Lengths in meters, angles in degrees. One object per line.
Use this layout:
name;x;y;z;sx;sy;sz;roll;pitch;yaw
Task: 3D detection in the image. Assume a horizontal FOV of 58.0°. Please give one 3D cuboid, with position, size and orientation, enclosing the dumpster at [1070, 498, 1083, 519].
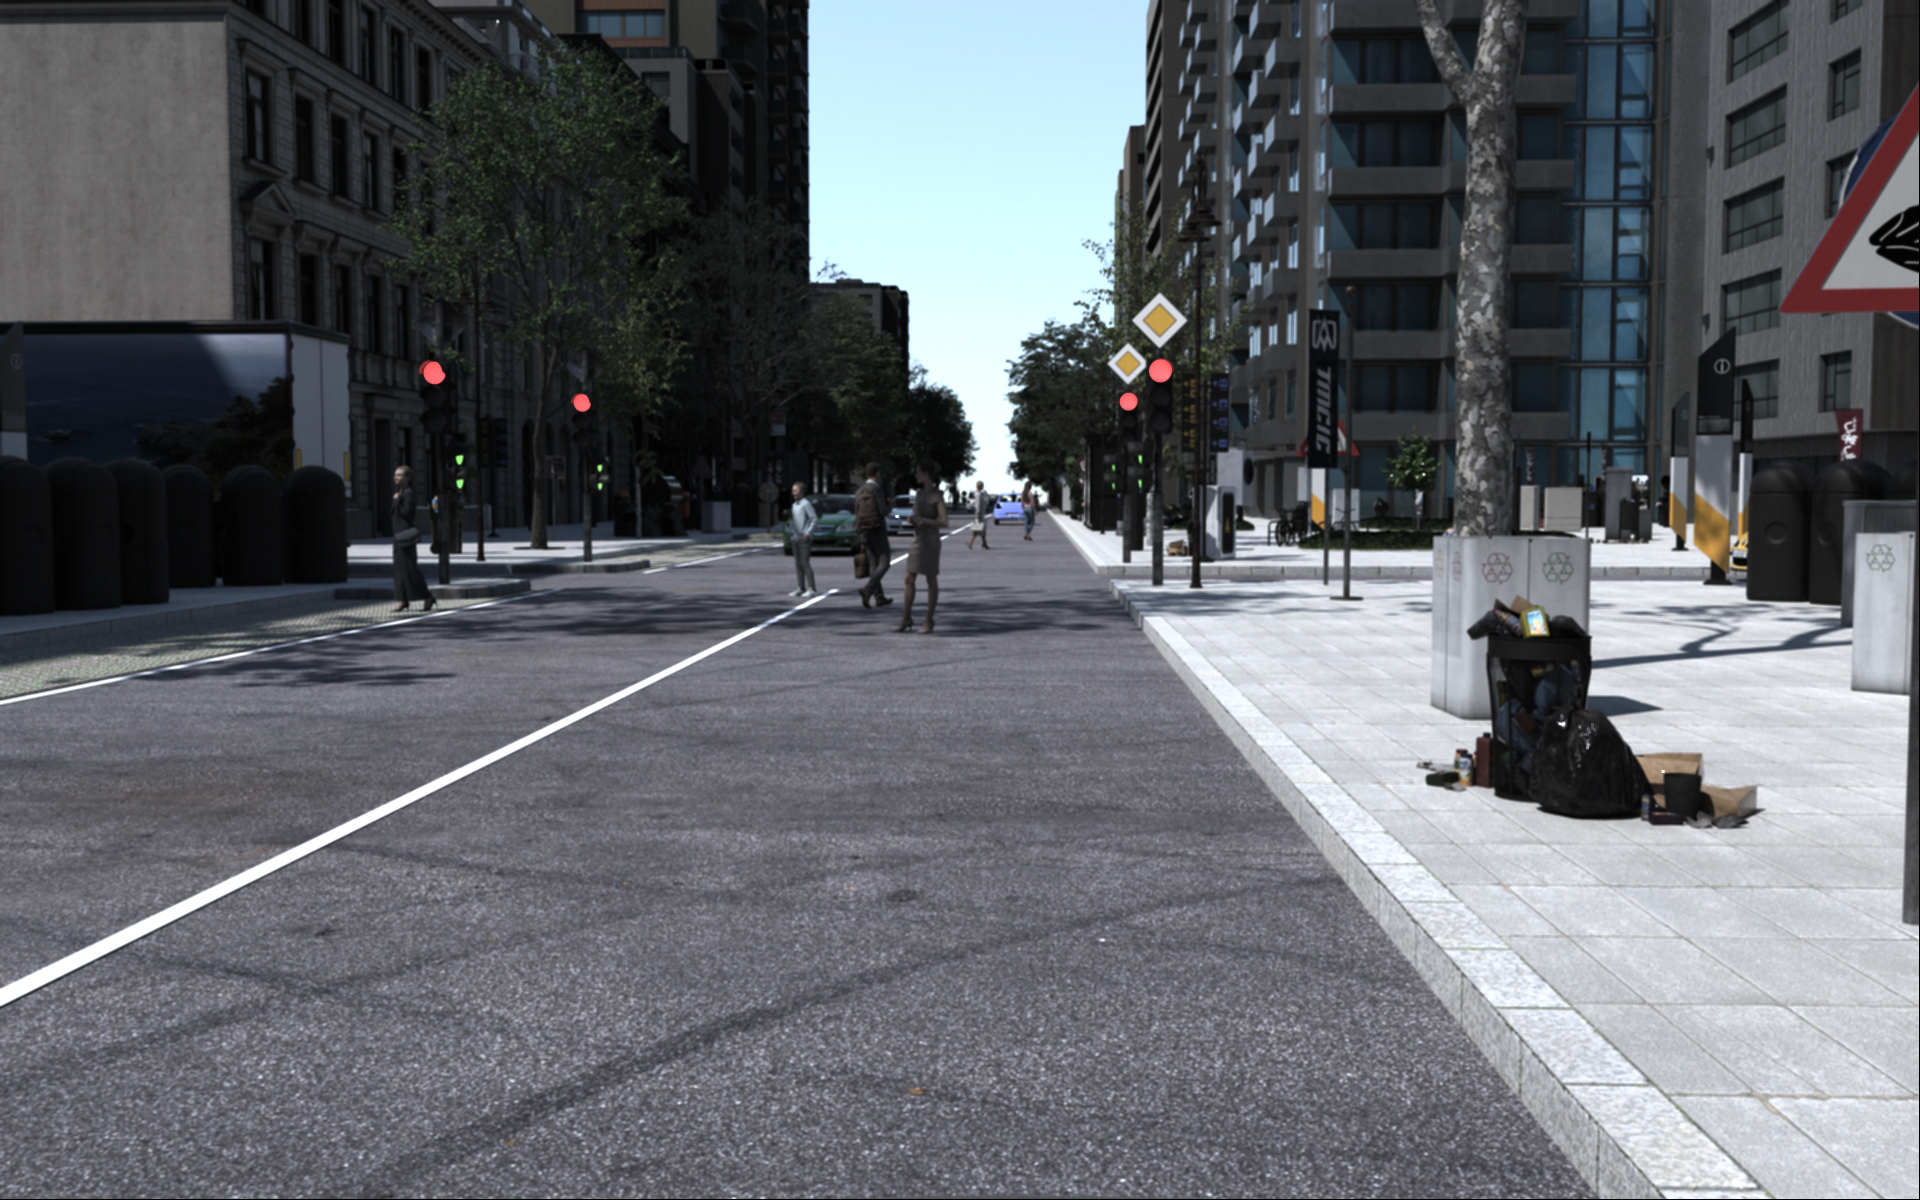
dumpster;6.286;-5.101;89.165;1.264;1.857;1.865;0;4;2

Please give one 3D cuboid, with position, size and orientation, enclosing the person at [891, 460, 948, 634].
person;-0.405;-0.545;17.750;0.374;1.781;0.599;-3;4;-38

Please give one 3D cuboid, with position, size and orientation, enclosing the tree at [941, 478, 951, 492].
tree;-1.642;-17.540;237.134;4.737;8.622;4.395;0;3;0

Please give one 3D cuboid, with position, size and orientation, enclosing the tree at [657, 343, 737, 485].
tree;-12.729;-8.091;82.647;4.360;8.622;3.978;0;3;0

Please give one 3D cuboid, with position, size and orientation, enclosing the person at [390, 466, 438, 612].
person;-6.679;-0.738;20.990;0.576;1.772;0.534;3;5;42

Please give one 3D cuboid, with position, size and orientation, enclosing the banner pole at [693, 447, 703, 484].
banner pole;-13.873;-6.215;91.632;0.863;3.779;0.401;3;4;37

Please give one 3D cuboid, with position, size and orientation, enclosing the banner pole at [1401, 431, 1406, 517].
banner pole;17.632;-4.834;69.054;0.401;3.779;0.863;2;4;26

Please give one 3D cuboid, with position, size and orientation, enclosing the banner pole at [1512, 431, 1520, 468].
banner pole;22.057;-4.838;69.124;0.863;3.779;0.401;-1;4;-15

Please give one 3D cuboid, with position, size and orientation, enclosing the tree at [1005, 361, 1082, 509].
tree;8.465;-13.994;145.803;9.611;12.733;9.660;0;3;0

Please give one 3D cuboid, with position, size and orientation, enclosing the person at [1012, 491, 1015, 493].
person;4.952;-9.487;164.136;0.750;1.759;0.617;-2;4;-30

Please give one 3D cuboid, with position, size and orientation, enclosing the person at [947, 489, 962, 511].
person;-0.450;-8.391;145.686;1.348;1.826;0.705;-1;4;-16

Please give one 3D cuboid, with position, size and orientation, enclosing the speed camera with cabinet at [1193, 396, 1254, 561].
speed camera with cabinet;5.213;-2.435;34.156;0.660;3.252;2.038;2;4;28

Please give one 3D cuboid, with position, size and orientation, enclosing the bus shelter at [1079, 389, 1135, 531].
bus shelter;5.523;-5.287;64.077;2.179;5.291;8.768;0;4;2

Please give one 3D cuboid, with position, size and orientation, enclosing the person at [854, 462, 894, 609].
person;-1.111;-0.822;21.907;0.622;1.834;0.822;3;4;37

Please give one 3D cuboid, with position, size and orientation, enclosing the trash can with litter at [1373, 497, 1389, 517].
trash can with litter;16.422;-3.368;66.458;1.055;1.170;0.624;0;4;7

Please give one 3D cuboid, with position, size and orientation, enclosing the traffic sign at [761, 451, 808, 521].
traffic sign;-8.343;-5.407;82.283;2.265;3.308;0.079;1;4;9

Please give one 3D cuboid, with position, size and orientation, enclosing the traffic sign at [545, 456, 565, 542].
traffic sign;-10.914;-2.715;46.523;0.606;2.300;0.079;0;4;3

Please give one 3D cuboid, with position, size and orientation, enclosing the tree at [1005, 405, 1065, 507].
tree;9.460;-15.936;170.925;12.009;13.543;11.850;0;3;0

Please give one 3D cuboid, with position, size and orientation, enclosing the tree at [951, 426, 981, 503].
tree;-0.621;-20.466;260.372;9.928;11.665;9.643;0;3;0

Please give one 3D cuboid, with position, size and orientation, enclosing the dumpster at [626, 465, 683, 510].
dumpster;-10.045;-3.330;56.943;1.502;2.255;1.985;0;4;2

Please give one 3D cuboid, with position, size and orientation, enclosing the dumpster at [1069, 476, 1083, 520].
dumpster;6.144;-5.067;85.339;1.502;2.255;1.985;0;4;3

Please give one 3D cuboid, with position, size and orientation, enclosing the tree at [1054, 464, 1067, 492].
tree;6.704;-7.025;109.456;1.663;3.219;1.824;0;3;0

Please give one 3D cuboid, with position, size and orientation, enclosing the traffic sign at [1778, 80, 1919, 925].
traffic sign;2.853;-0.312;5.102;0.884;2.594;0.081;0;4;8

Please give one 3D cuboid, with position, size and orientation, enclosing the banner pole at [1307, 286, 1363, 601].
banner pole;4.490;-1.884;20.814;0.863;3.779;0.401;-2;4;-28

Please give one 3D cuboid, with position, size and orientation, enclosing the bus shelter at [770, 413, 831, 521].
bus shelter;-8.128;-6.748;87.969;2.179;5.291;8.768;0;4;3

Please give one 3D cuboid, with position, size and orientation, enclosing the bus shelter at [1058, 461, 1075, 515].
bus shelter;6.749;-6.570;101.345;2.014;3.302;5.546;0;4;2

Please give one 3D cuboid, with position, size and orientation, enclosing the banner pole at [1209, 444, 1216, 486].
banner pole;11.286;-5.303;76.716;0.863;3.779;0.401;-3;5;-42

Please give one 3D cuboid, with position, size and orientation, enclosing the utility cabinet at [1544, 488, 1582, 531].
utility cabinet;20.385;-3.051;58.559;1.173;1.500;0.318;0;4;-3

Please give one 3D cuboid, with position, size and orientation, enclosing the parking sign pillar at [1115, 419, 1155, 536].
parking sign pillar;5.518;-3.963;53.272;1.447;3.967;1.447;-1;4;-8

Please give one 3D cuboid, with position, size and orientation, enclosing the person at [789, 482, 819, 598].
person;-2.216;-0.848;24.180;0.330;1.601;0.589;-2;4;-29

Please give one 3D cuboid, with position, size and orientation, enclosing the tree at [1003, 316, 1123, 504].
tree;7.691;-13.181;122.163;9.857;13.997;8.962;0;3;0

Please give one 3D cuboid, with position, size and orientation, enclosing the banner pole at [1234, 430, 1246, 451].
banner pole;10.946;-4.766;67.943;0.863;3.779;0.401;-3;4;-37

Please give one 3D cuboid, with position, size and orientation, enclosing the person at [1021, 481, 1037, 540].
person;2.142;-2.756;53.575;0.555;1.821;0.388;2;4;31

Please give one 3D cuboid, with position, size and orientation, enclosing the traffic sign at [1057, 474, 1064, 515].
traffic sign;6.283;-6.448;105.525;0.768;2.556;0.104;1;4;11

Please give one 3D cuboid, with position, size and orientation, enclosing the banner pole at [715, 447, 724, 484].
banner pole;-12.870;-6.296;92.960;0.863;3.779;0.401;2;4;31

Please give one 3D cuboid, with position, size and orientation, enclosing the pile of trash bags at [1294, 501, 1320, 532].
pile of trash bags;12.483;-3.000;58.804;1.912;1.369;3.447;0;4;-4

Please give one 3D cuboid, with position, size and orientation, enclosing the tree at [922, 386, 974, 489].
tree;-2.763;-18.160;203.562;9.857;13.997;8.962;0;3;0

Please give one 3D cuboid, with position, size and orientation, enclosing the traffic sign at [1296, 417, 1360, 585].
traffic sign;5.150;-1.486;24.307;0.884;2.594;0.081;0;4;4

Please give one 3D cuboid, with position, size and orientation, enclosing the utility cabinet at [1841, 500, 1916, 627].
utility cabinet;9.087;-0.346;16.825;1.020;1.237;0.306;-1;4;-17

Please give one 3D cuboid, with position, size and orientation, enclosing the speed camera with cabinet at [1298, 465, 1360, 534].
speed camera with cabinet;11.946;-3.777;56.093;2.038;3.252;0.660;-1;4;-22

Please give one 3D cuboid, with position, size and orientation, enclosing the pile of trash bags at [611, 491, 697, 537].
pile of trash bags;-9.761;-2.640;52.920;1.912;1.369;3.447;-2;4;-35

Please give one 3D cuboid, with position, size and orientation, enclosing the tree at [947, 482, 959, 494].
tree;-1.002;-15.580;249.337;1.663;3.219;1.824;0;3;0

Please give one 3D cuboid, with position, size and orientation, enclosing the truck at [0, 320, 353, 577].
truck;-16.281;-2.478;29.436;11.283;4.237;2.839;0;4;3

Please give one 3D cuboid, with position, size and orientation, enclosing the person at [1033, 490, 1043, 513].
person;6.019;-7.624;133.947;0.742;1.727;0.445;-1;4;-9

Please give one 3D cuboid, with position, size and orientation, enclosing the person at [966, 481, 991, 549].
person;0.477;-2.208;44.959;0.624;1.780;0.694;1;4;10

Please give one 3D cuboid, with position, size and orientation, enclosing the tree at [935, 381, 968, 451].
tree;-4.492;-14.523;147.822;12.009;13.543;11.850;0;3;0

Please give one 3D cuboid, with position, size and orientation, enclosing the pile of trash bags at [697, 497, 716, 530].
pile of trash bags;-9.476;-3.140;61.091;1.912;1.369;3.447;0;4;0

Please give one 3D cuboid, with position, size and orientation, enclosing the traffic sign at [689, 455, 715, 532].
traffic sign;-8.637;-3.544;57.952;0.884;2.594;0.081;0;4;8

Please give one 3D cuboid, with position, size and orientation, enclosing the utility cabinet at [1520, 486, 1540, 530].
utility cabinet;14.962;-2.316;46.548;0.318;1.500;1.173;-3;5;-41

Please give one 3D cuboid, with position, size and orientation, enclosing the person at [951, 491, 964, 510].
person;-0.210;-9.005;156.408;1.217;1.739;0.721;0;4;5

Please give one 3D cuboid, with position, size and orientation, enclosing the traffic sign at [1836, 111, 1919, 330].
traffic sign;3.186;-0.336;5.598;0.768;2.556;0.104;0;4;5
